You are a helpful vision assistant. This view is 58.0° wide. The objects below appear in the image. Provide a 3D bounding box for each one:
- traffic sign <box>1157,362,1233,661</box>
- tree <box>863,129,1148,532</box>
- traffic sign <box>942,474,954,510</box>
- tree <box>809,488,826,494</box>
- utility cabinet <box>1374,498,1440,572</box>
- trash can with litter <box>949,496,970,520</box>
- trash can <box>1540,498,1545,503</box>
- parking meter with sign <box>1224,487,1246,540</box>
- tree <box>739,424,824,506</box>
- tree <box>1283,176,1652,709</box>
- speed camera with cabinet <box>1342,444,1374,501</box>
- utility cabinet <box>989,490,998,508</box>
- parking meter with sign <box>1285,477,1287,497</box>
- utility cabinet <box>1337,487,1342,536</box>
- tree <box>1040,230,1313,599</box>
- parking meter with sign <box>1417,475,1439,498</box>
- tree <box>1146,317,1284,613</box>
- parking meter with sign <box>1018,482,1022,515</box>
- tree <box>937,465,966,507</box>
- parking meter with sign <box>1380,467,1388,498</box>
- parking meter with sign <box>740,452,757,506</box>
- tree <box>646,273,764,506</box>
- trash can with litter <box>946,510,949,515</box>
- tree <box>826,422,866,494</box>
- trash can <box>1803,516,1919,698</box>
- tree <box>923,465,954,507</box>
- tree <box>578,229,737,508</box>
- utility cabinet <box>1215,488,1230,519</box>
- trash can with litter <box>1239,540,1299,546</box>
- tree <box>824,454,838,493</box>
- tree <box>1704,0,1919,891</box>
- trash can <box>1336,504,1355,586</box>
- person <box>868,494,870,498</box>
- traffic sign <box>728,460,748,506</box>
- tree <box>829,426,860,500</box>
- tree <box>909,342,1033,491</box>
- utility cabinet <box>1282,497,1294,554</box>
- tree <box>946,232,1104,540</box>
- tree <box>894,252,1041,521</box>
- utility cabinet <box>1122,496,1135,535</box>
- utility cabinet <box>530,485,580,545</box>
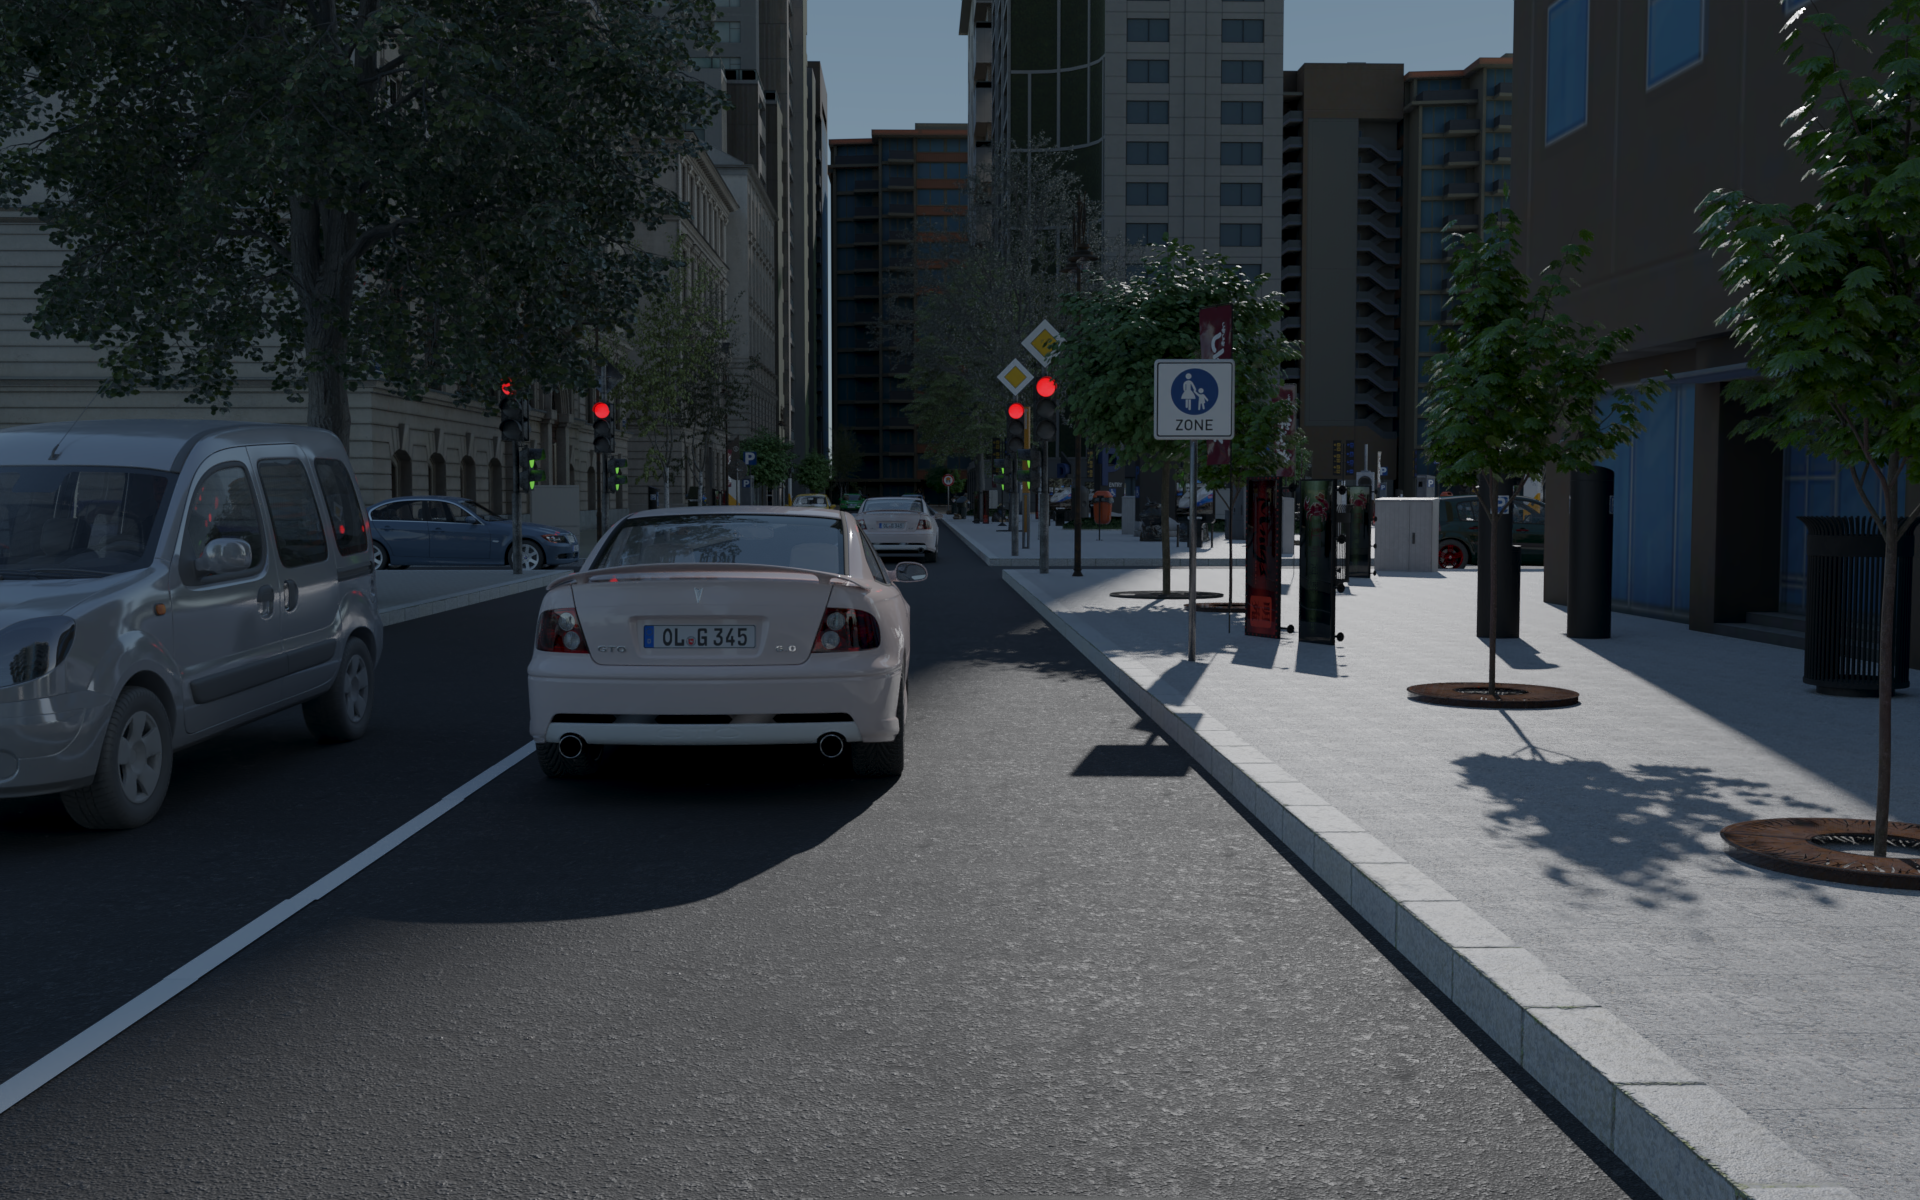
[{"bbox_3d":[1.781,-0.679,13.238,0.606,2.300,0.079,0,4,2],"label":"traffic sign"},{"bbox_3d":[1.876,-9.072,58.698,12.009,13.543,11.850,0,3,0],"label":"tree"},{"bbox_3d":[-0.752,-6.803,111.327,0.768,2.556,0.104,0,4,4],"label":"traffic sign"},{"bbox_3d":[-10.805,-8.366,131.377,1.663,3.219,1.824,0,3,0],"label":"tree"},{"bbox_3d":[7.419,-1.079,28.801,1.020,1.237,0.306,3,4,39],"label":"utility cabinet"},{"bbox_3d":[0.043,-4.661,87.592,0.624,1.170,1.055,1,4,22],"label":"trash can with litter"},{"bbox_3d":[34.565,-5.618,103.512,0.748,1.137,0.748,0,3,0],"label":"trash can"},{"bbox_3d":[7.976,-3.194,48.489,0.543,3.016,1.738,-1,4,-20],"label":"parking meter with sign"},{"bbox_3d":[-9.217,-5.985,81.564,4.285,4.588,4.351,0,3,0],"label":"tree"},{"bbox_3d":[3.254,-0.981,10.643,1.663,3.219,1.824,0,3,0],"label":"tree"},{"bbox_3d":[15.438,-4.565,68.976,2.038,3.252,0.660,1,4,17],"label":"speed camera with cabinet"},{"bbox_3d":[1.655,-5.820,103.834,1.173,1.500,0.318,0,4,-7],"label":"utility cabinet"},{"bbox_3d":[12.372,-4.517,70.110,1.738,3.016,0.543,1,4,23],"label":"parking meter with sign"},{"bbox_3d":[10.995,-2.620,51.513,0.318,1.500,1.173,-1,4,-10],"label":"utility cabinet"},{"bbox_3d":[2.674,-2.323,21.688,4.285,4.588,4.351,0,3,0],"label":"tree"},{"bbox_3d":[18.612,-4.459,69.162,0.543,3.016,1.738,-1,4,-20],"label":"parking meter with sign"},{"bbox_3d":[3.029,-1.491,18.987,1.663,3.219,1.824,0,3,0],"label":"tree"},{"bbox_3d":[3.680,-6.807,107.553,0.543,3.016,1.738,-2,4,-32],"label":"parking meter with sign"},{"bbox_3d":[-0.239,-7.389,115.415,1.663,3.219,1.824,0,3,0],"label":"tree"},{"bbox_3d":[26.950,-6.982,110.417,0.543,3.016,1.738,1,4,14],"label":"parking meter with sign"},{"bbox_3d":[-8.670,-4.540,70.493,0.543,3.016,1.738,0,4,2],"label":"parking meter with sign"},{"bbox_3d":[-8.760,-6.614,58.504,4.360,8.622,3.978,0,3,0],"label":"tree"},{"bbox_3d":[-0.506,-5.871,107.370,0.624,1.170,1.055,-3,5,-40],"label":"trash can with litter"},{"bbox_3d":[-11.585,-13.800,175.997,4.737,8.622,4.395,0,3,0],"label":"tree"},{"bbox_3d":[5.754,0.034,11.097,0.748,1.137,0.748,0,3,0],"label":"trash can"},{"bbox_3d":[-2.040,-11.674,174.578,4.285,4.588,4.351,0,3,0],"label":"tree"},{"bbox_3d":[-8.302,-5.934,47.383,4.737,8.622,4.395,0,3,0],"label":"tree"},{"bbox_3d":[10.280,-3.653,68.409,1.173,1.500,0.318,3,4,36],"label":"utility cabinet"},{"bbox_3d":[8.172,-1.999,43.741,1.678,1.210,2.233,-1,4,-15],"label":"trash can with litter"},{"bbox_3d":[-10.012,-8.336,120.001,4.285,4.588,4.351,0,3,0],"label":"tree"},{"bbox_3d":[3.369,-0.695,5.959,1.663,3.219,1.824,0,3,0],"label":"tree"},{"bbox_3d":[5.113,-0.761,24.094,0.748,1.137,0.748,0,3,0],"label":"trash can"},{"bbox_3d":[-9.353,-10.112,177.087,0.557,1.426,1.065,2,4,23],"label":"person"},{"bbox_3d":[-8.215,-3.900,63.867,0.768,2.556,0.104,0,4,1],"label":"traffic sign"},{"bbox_3d":[-12.902,-14.542,188.127,4.360,8.622,3.978,0,3,0],"label":"tree"},{"bbox_3d":[0.717,-9.771,94.170,8.767,10.594,7.601,2,4,35],"label":"tree"},{"bbox_3d":[6.907,-1.616,37.583,0.306,1.237,1.020,-1,4,-16],"label":"utility cabinet"},{"bbox_3d":[2.050,-5.997,48.416,4.360,8.622,3.978,0,3,0],"label":"tree"},{"bbox_3d":[0.621,-9.947,80.759,7.486,12.596,7.792,0,3,0],"label":"tree"},{"bbox_3d":[5.651,-2.676,54.911,1.020,1.237,0.306,1,4,23],"label":"utility cabinet"},{"bbox_3d":[-10.116,-2.113,43.224,1.173,1.500,0.318,-1,4,-22],"label":"utility cabinet"}]
